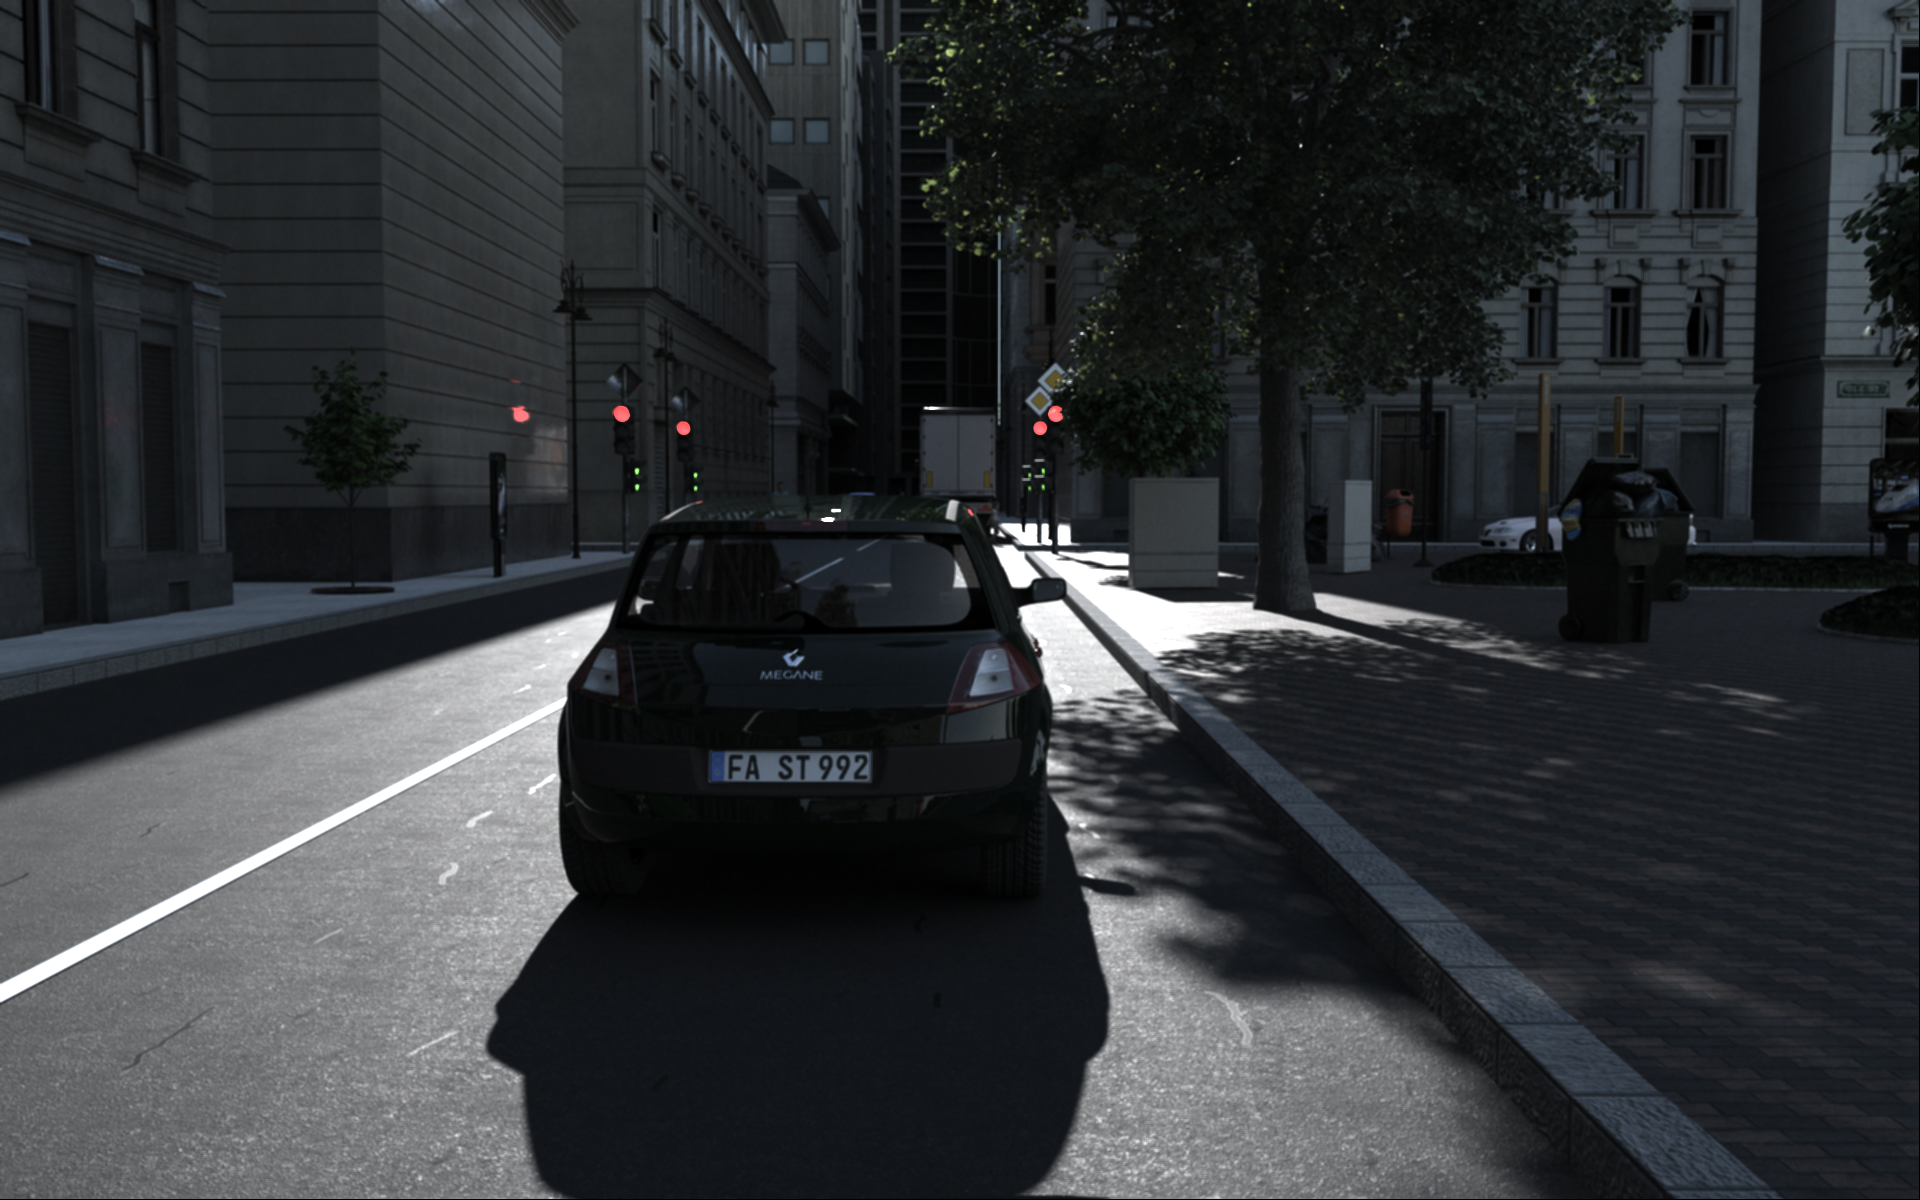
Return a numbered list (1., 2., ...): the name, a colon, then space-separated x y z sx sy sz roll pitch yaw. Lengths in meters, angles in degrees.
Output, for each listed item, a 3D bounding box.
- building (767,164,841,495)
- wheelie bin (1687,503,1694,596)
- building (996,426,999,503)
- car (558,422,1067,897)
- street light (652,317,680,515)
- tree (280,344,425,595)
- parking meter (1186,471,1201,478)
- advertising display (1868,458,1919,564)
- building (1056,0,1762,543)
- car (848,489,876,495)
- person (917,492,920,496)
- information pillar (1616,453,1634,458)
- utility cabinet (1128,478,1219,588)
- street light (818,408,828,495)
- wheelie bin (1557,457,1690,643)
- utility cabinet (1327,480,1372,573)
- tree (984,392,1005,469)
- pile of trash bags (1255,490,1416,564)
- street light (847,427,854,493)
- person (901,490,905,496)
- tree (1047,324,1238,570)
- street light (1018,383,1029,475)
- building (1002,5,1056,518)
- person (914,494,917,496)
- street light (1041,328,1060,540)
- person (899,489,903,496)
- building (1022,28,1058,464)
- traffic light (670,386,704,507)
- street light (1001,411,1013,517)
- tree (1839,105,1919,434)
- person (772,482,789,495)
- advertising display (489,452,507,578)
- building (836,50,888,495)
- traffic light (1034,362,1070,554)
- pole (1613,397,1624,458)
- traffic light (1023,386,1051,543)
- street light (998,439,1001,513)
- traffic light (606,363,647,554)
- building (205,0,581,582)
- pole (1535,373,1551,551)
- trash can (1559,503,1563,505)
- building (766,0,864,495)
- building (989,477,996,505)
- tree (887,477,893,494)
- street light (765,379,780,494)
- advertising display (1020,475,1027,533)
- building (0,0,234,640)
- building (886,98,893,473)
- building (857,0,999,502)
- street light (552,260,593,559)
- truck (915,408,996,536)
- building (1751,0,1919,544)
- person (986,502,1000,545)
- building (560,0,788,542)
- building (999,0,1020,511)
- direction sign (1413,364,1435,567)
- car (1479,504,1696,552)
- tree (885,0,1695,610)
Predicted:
1. building: -13.226 -14.932 95.055 10.553 20.767 40.483 0 4 0
2. wheelie bin: 8.423 -0.799 20.973 0.693 1.594 0.980 0 4 -3
3. building: 14.732 -51.506 154.798 22.319 86.520 31.000 0 4 0
4. car: -0.515 0.136 7.560 2.009 1.686 4.222 0 4 1
5. street light: -7.662 -4.434 45.277 0.468 5.910 1.993 0 4 0
6. tree: -7.860 -1.700 22.400 1.663 3.219 1.824 0 3 0
7. parking meter: 5.975 -2.363 44.344 0.255 1.863 0.399 2 4 33
8. advertising display: 16.793 -1.578 31.019 0.974 1.923 0.123 0 4 4
9. building: 11.822 -12.244 49.344 18.267 20.994 9.793 0 4 0
10. car: -4.189 -3.937 73.963 1.945 1.707 3.694 0 4 2
11. person: -4.696 -11.457 196.735 0.541 1.710 0.530 -2 4 -34
12. information pillar: 11.983 -1.639 31.286 0.304 2.012 0.304 1 4 21
13. utility cabinet: 2.892 -0.906 23.484 1.173 1.500 0.318 0 4 -8
14. street light: -7.366 -7.364 93.188 0.468 5.910 1.993 0 4 0
15. wheelie bin: 5.711 -0.441 15.126 0.980 1.594 0.693 -2 4 -30
16. utility cabinet: 6.322 -1.191 28.151 0.318 1.500 1.173 2 4 34
17. tree: 3.653 -10.607 123.780 4.360 8.622 3.978 0 3 0
18. pile of trash bags: 7.443 -1.439 33.277 3.447 1.369 1.912 -2 4 -34
19. street light: -7.368 -8.818 116.963 0.468 5.910 1.993 0 4 0
20. person: -5.455 -9.354 161.306 0.599 1.838 0.709 3 4 36
21. tree: 3.127 -2.818 29.786 4.285 4.588 4.351 0 3 0
22. street light: 2.636 -6.082 72.224 0.468 5.910 1.993 0 4 0
23. building: 8.439 -20.024 104.878 11.434 29.767 29.804 0 4 0
24. person: -4.967 -10.873 189.463 0.799 1.438 0.628 1 4 21
25. street light: 2.527 -4.628 48.449 0.468 5.910 1.993 0 4 0
26. person: -4.349 -7.184 126.040 0.705 1.814 1.350 -1 4 -20
27. building: 9.902 -15.519 72.823 14.460 24.649 34.723 0 4 0
28. traffic light: -7.112 -3.432 45.026 0.839 4.253 0.868 0 4 0
29. street light: 2.679 -7.536 96.000 0.468 5.910 1.993 0 4 0
30. tree: 7.443 -1.677 11.135 4.285 4.588 4.351 0 3 0
31. person: -5.721 -2.876 55.544 0.660 1.820 0.620 -1 4 -21
32. advertising display: -7.176 -1.329 26.946 0.123 1.923 0.974 0 4 -7
33. building: -13.898 -28.835 155.043 14.154 41.232 14.086 0 4 0
34. traffic light: 2.017 -2.942 37.020 0.839 4.253 0.868 0 4 0
35. pole: 13.798 -2.599 36.336 0.158 3.312 0.155 0 3 0
36. traffic light: 2.050 -3.430 45.005 0.839 4.253 0.868 0 4 0
37. street light: 2.849 -8.991 119.795 0.468 5.910 1.993 0 4 0
38. traffic light: -7.144 -2.943 37.041 0.839 4.253 0.868 0 4 0
39. building: -20.341 -14.245 30.164 25.104 27.353 12.463 0 4 0
40. pole: 9.900 -2.175 29.405 0.158 3.312 0.155 0 3 0
41. trash can: 10.211 -1.027 28.443 0.748 1.137 0.748 0 3 0
42. building: -21.570 -33.269 133.184 28.713 52.752 27.495 0 4 0
43. building: 19.270 -30.077 183.638 32.217 40.220 23.993 0 4 0
44. tree: -7.004 -10.503 166.319 1.663 3.219 1.824 0 3 0
45. street light: -7.511 -5.910 69.413 0.468 5.910 1.993 0 4 0
46. advertising display: 2.112 -3.205 57.607 0.123 1.923 0.974 0 4 -4
47. building: -13.125 -9.869 10.513 9.793 20.994 18.267 0 4 0
48. building: -22.654 -34.527 184.131 30.456 49.044 23.786 0 4 0
49. building: -5.477 -47.332 212.131 20.611 71.187 20.563 0 4 0
50. street light: -7.651 -3.766 34.362 0.468 5.910 1.993 0 4 0
51. truck: -0.204 -4.475 62.084 2.839 4.237 11.283 0 4 -1
52. building: 43.774 -16.846 51.841 44.131 29.872 17.030 0 4 0
53. person: 0.939 -2.159 48.807 0.382 1.210 0.505 0 4 5
54. building: -15.464 -13.837 59.515 16.112 22.955 30.059 0 4 0
55. building: 10.052 -27.529 133.699 14.154 41.232 14.086 0 4 0
56. direction sign: 8.219 -2.361 30.592 0.379 3.537 0.876 0 4 4
57. car: 14.506 -1.700 40.155 4.827 1.381 2.083 0 4 -1
58. tree: 3.615 -6.865 18.897 9.857 13.997 8.962 0 3 0
